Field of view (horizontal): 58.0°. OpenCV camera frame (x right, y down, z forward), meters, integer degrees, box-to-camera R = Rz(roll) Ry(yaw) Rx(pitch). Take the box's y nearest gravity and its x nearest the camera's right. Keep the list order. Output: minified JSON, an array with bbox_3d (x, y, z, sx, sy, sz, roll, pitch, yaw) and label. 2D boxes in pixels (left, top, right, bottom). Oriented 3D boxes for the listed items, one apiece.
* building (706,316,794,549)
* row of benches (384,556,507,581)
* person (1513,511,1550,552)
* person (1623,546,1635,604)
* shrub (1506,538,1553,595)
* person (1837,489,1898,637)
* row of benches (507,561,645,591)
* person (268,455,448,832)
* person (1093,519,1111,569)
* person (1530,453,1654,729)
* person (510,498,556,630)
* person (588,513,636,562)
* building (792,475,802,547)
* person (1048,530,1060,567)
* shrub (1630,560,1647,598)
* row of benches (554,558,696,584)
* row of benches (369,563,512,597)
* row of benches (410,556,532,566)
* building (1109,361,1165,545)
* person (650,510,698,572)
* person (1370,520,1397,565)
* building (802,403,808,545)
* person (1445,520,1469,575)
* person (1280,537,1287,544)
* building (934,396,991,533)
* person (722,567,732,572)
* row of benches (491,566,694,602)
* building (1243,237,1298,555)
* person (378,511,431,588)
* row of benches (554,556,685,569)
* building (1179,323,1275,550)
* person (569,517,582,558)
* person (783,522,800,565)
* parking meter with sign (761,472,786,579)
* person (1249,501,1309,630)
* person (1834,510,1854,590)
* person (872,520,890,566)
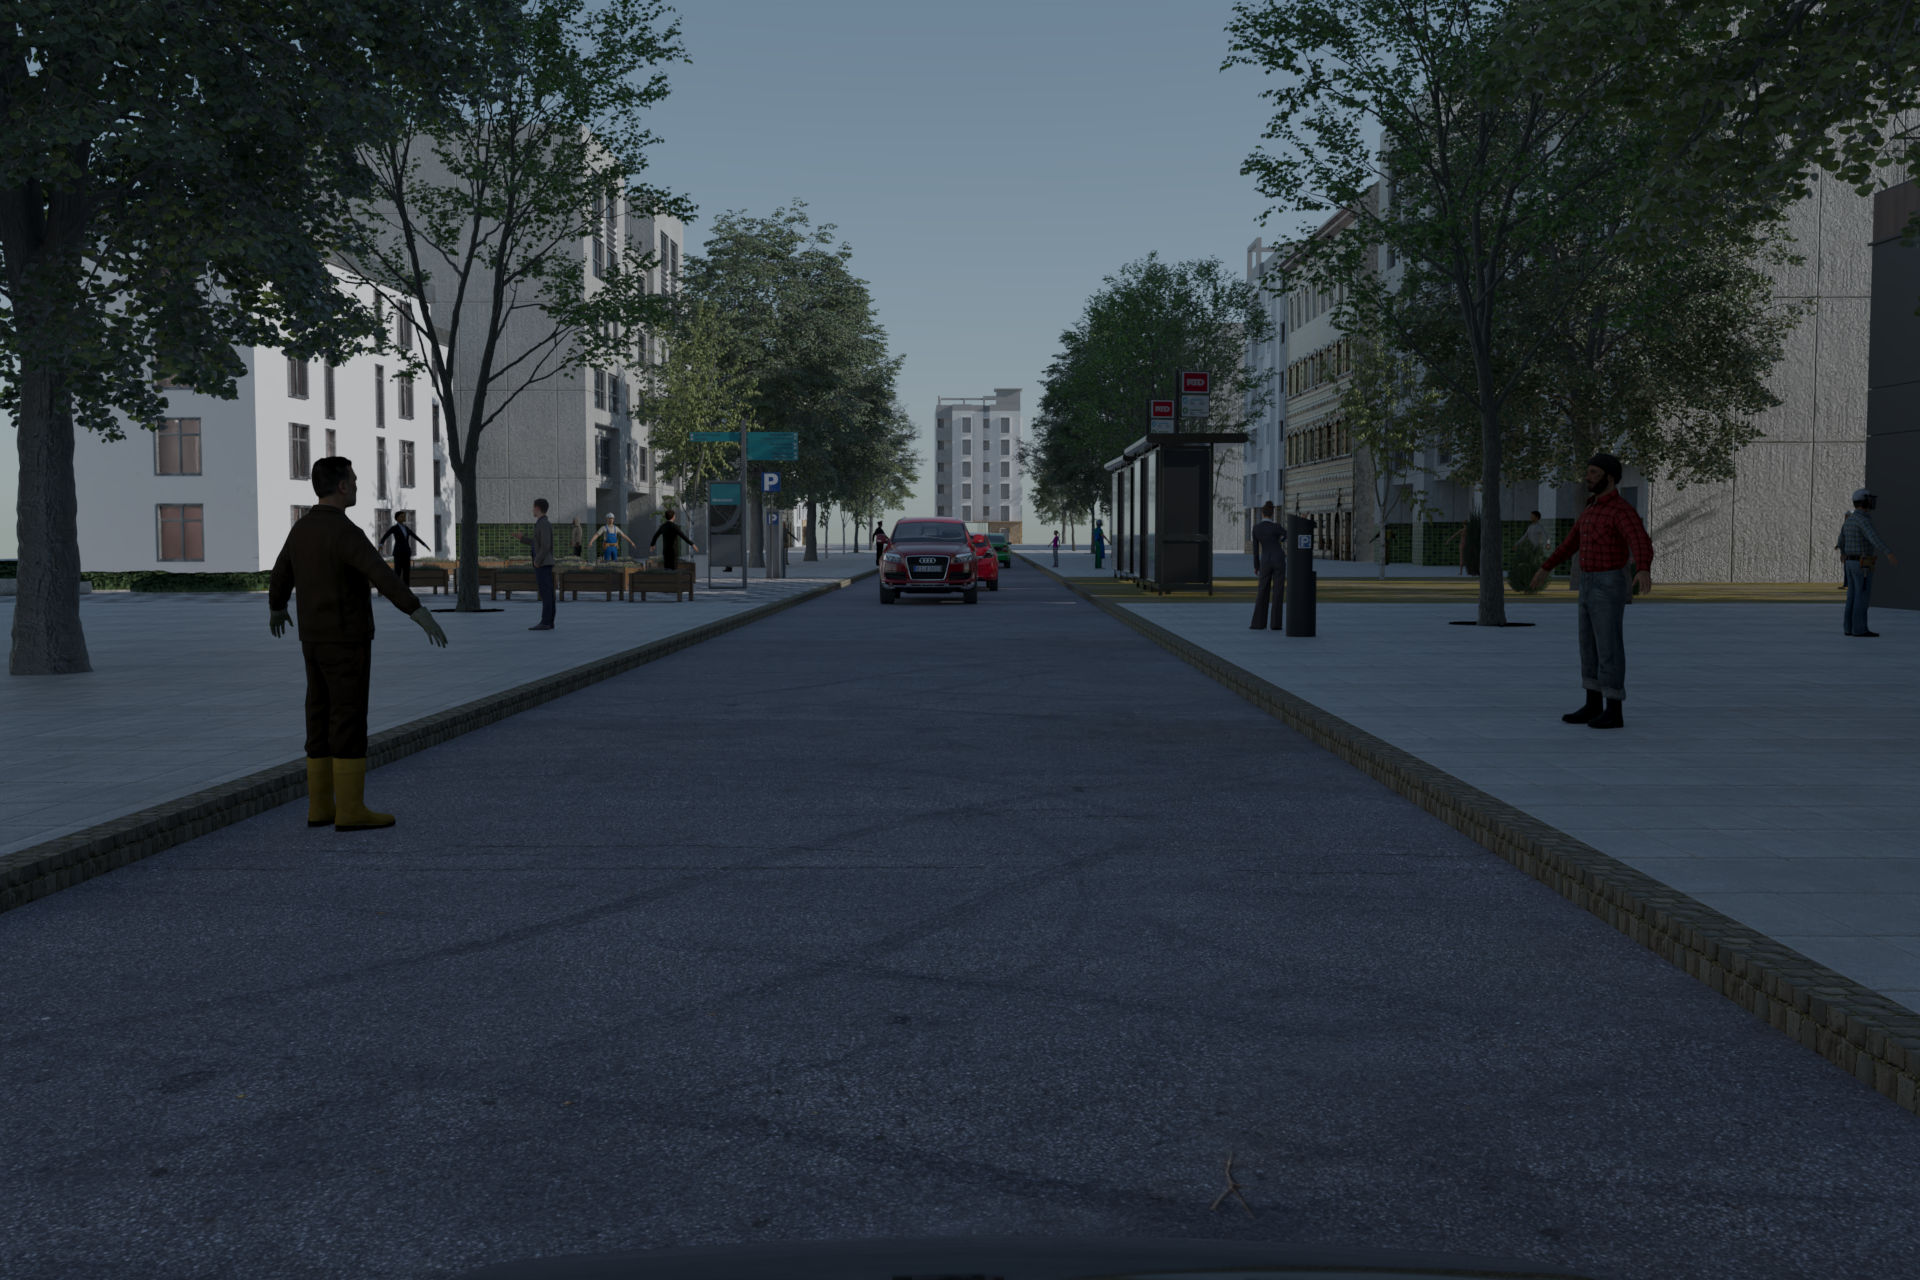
[{"bbox_3d":[-25.286,-19.815,154.911,19.493,23.208,18.063,0,4,2],"label":"building"},{"bbox_3d":[-14.028,-1.904,46.585,4.104,0.672,1.422,-3,5,-43],"label":"row of benches"},{"bbox_3d":[12.951,-2.013,39.092,0.705,1.806,1.347,-1,4,-16],"label":"person"},{"bbox_3d":[12.093,-1.536,31.710,0.434,1.755,0.990,0,4,-3],"label":"person"},{"bbox_3d":[12.064,-1.563,36.680,1.383,1.207,1.383,0,3,0],"label":"shrub"},{"bbox_3d":[11.305,-0.970,21.694,0.704,1.849,1.345,0,4,2],"label":"person"},{"bbox_3d":[-8.860,-1.508,40.125,4.104,0.672,1.422,2,4,35],"label":"row of benches"},{"bbox_3d":[-3.016,0.008,8.458,1.346,1.812,0.704,3,4,36],"label":"person"},{"bbox_3d":[5.094,-3.480,63.026,0.704,1.817,1.347,-1,4,-21],"label":"person"},{"bbox_3d":[4.252,-0.333,11.550,0.704,1.816,1.345,-1,4,-11],"label":"person"},{"bbox_3d":[-5.758,-1.020,23.244,0.750,1.759,0.617,0,4,6],"label":"person"},{"bbox_3d":[-9.376,-2.486,46.505,1.347,1.847,0.705,-2,4,-34],"label":"person"},{"bbox_3d":[-21.074,-14.690,182.326,9.099,9.664,28.070,0,4,0],"label":"building"},{"bbox_3d":[3.625,-3.508,66.624,0.599,1.433,0.991,-1,4,-22],"label":"person"},{"bbox_3d":[13.156,-1.419,34.320,1.383,1.207,1.383,0,3,0],"label":"shrub"},{"bbox_3d":[-8.743,-1.747,44.033,4.104,0.672,1.422,-2,4,-32],"label":"row of benches"},{"bbox_3d":[-11.450,-1.277,36.337,4.104,0.672,1.422,-3,5,-40],"label":"row of benches"},{"bbox_3d":[-13.819,-2.092,49.660,4.104,0.672,1.422,-1,4,-10],"label":"row of benches"},{"bbox_3d":[25.732,-19.541,185.948,16.747,18.905,31.486,0,4,0],"label":"building"},{"bbox_3d":[-6.267,-1.923,37.621,1.347,1.806,0.705,2,4,33],"label":"person"},{"bbox_3d":[17.423,-3.997,71.113,1.354,1.858,0.705,-2,4,-25],"label":"person"},{"bbox_3d":[-23.008,-20.932,198.658,16.016,20.090,11.380,0,4,0],"label":"building"},{"bbox_3d":[15.854,-2.914,54.446,1.217,1.733,0.721,0,4,-3],"label":"person"},{"bbox_3d":[9.072,-2.489,47.154,0.721,1.772,1.216,-2,4,-32],"label":"person"},{"bbox_3d":[-2.920,-22.583,228.104,11.380,20.090,16.016,0,4,-6],"label":"building"},{"bbox_3d":[-7.869,-3.228,58.564,0.705,1.856,1.354,-1,4,-22],"label":"person"},{"bbox_3d":[-7.169,-1.093,33.340,4.104,0.672,1.422,1,4,14],"label":"row of benches"},{"bbox_3d":[23.535,-15.598,111.441,16.016,20.090,11.380,0,4,1],"label":"building"},{"bbox_3d":[-10.941,-1.674,34.083,0.721,1.740,1.216,3,4,36],"label":"person"},{"bbox_3d":[-9.791,-2.095,49.720,4.104,0.672,1.422,-1,4,-22],"label":"row of benches"},{"bbox_3d":[28.497,-17.562,153.591,16.747,18.905,31.486,0,4,1],"label":"building"},{"bbox_3d":[-11.801,-2.883,53.264,0.705,1.813,1.348,-1,4,-21],"label":"person"},{"bbox_3d":[-7.311,-4.021,72.020,1.348,1.796,0.705,-2,4,-33],"label":"person"},{"bbox_3d":[-5.317,-3.277,49.835,0.543,3.016,1.738,0,4,2],"label":"parking meter with sign"},{"bbox_3d":[4.274,-1.000,23.200,0.742,1.727,0.445,0,4,-2],"label":"person"},{"bbox_3d":[20.473,-2.077,39.929,0.705,1.833,1.349,1,4,12],"label":"person"},{"bbox_3d":[-3.217,-3.929,70.170,0.705,1.837,1.347,-3,4,-37],"label":"person"}]
